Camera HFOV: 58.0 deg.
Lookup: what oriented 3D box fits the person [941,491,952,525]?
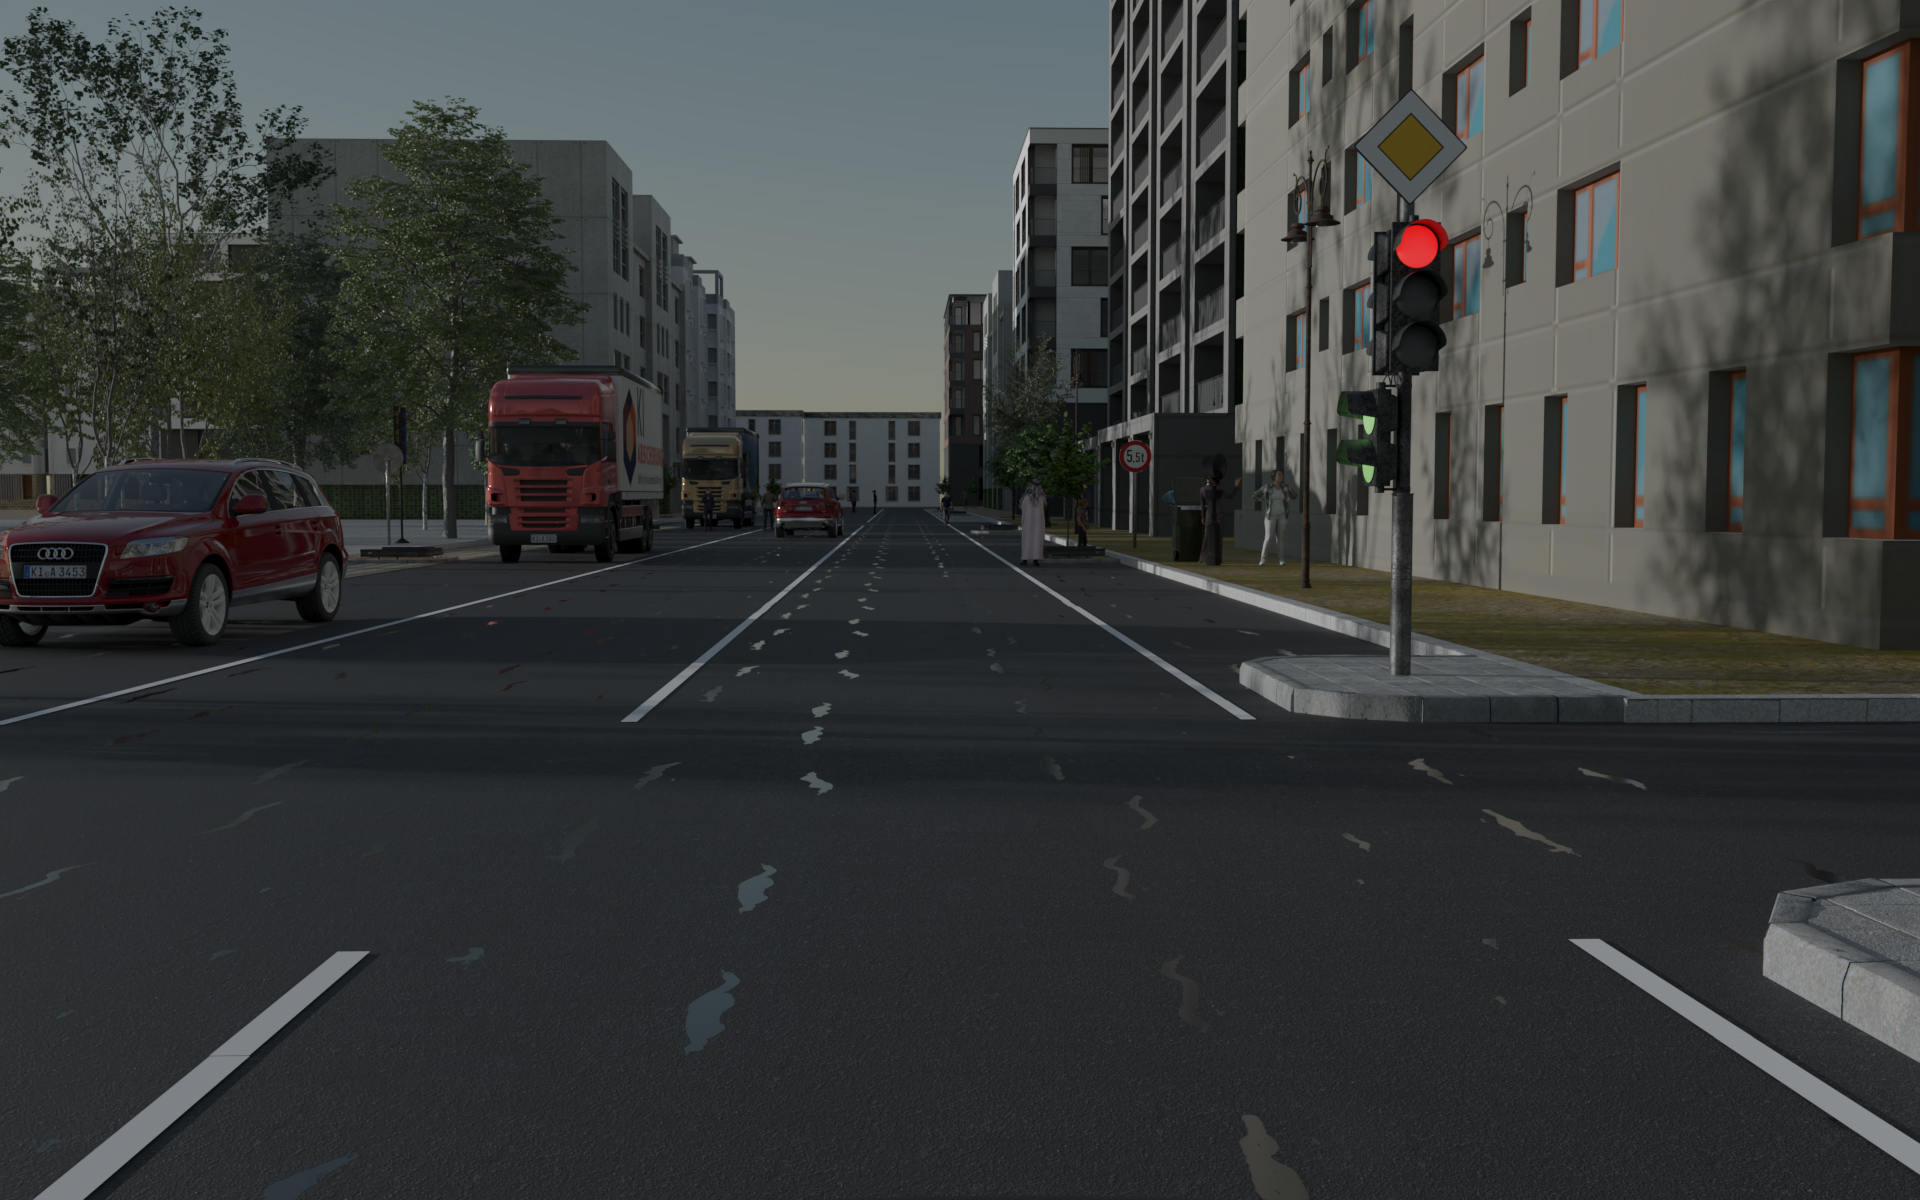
[{"bbox_3d":[-0.576,-4.306,81.112,0.569,1.553,0.471,2,4,28],"label":"person"}]

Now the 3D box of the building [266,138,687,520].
[{"bbox_3d":[-26.543,-14.428,102.357,16.747,18.905,31.486,0,4,-2],"label":"building"}]

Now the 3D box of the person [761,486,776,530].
[{"bbox_3d":[-7.752,-3.741,70.194,0.617,1.759,0.750,0,4,-3],"label":"person"}]

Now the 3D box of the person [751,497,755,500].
[{"bbox_3d":[-18.297,-8.929,152.756,1.217,1.735,0.721,3,5,40],"label":"person"}]

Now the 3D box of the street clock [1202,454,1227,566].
[{"bbox_3d":[4.558,-1.621,31.076,0.358,2.002,0.471,3,5,40],"label":"street clock"}]

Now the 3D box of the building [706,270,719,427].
[{"bbox_3d":[-27.805,-17.076,135.608,16.016,20.091,11.380,0,4,-2],"label":"building"}]

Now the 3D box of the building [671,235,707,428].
[{"bbox_3d":[-27.125,-16.382,124.266,16.016,20.091,11.380,0,4,-2],"label":"building"}]

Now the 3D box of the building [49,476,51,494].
[{"bbox_3d":[-73.967,-19.090,178.572,31.486,18.905,16.747,0,4,-2],"label":"building"}]

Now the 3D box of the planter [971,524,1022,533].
[{"bbox_3d":[1.394,-2.623,64.019,1.991,0.319,1.994,0,4,-2],"label":"planter"}]

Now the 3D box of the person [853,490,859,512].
[{"bbox_3d":[-8.372,-7.900,138.454,0.721,1.735,1.217,-2,4,-30],"label":"person"}]

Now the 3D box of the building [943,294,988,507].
[{"bbox_3d":[14.828,-21.041,188.000,32.646,21.610,27.936,0,4,-2],"label":"building"}]

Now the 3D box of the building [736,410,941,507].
[{"bbox_3d":[-15.954,-14.401,177.610,28.070,9.664,9.099,0,4,-2],"label":"building"}]

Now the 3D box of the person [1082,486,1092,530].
[{"bbox_3d":[4.551,-3.392,62.418,0.541,1.710,0.530,-2,4,-31],"label":"person"}]

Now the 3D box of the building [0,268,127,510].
[{"bbox_3d":[-82.310,-17.995,150.638,11.380,20.091,16.016,0,4,-2],"label":"building"}]

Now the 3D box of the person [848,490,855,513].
[{"bbox_3d":[-8.497,-7.680,134.604,0.750,1.759,0.617,1,4,16],"label":"person"}]

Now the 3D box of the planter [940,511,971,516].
[{"bbox_3d":[-0.299,-5.694,114.241,1.991,0.319,1.994,0,4,-2],"label":"planter"}]

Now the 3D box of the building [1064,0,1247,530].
[{"bbox_3d":[15.807,-39.004,75.963,20.563,71.187,20.611,0,4,-2],"label":"building"}]

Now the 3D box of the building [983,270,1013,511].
[{"bbox_3d":[11.080,-17.075,145.629,16.747,18.905,31.486,0,4,-2],"label":"building"}]

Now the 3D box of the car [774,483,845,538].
[{"bbox_3d":[-5.051,-3.039,58.364,2.281,1.827,5.304,0,3,0],"label":"car"}]

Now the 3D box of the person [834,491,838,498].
[{"bbox_3d":[-11.705,-9.222,159.813,0.617,1.759,0.750,2,4,31],"label":"person"}]

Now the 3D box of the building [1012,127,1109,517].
[{"bbox_3d":[17.219,-16.490,113.593,27.936,21.610,32.646,0,4,-2],"label":"building"}]

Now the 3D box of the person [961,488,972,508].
[{"bbox_3d":[0.521,-9.062,154.202,1.348,1.824,0.705,-3,5,-43],"label":"person"}]

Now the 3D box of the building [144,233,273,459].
[{"bbox_3d":[-47.669,-18.510,146.613,32.646,21.610,27.936,0,4,-2],"label":"building"}]

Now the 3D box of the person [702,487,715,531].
[{"bbox_3d":[-9.714,-3.511,66.829,0.541,1.710,0.530,-1,4,-23],"label":"person"}]

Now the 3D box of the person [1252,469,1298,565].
[{"bbox_3d":[5.715,-1.504,31.351,0.841,1.734,0.376,0,4,0],"label":"person"}]

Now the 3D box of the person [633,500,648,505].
[{"bbox_3d":[-16.564,-5.050,88.618,0.705,1.823,1.348,3,5,43],"label":"person"}]

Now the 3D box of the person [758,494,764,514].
[{"bbox_3d":[-14.256,-6.931,125.051,0.697,1.427,0.421,-1,4,-22],"label":"person"}]

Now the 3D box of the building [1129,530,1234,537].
[{"bbox_3d":[15.864,-37.716,54.906,20.563,71.187,20.611,0,4,-2],"label":"building"}]

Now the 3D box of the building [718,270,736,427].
[{"bbox_3d":[-25.848,-18.121,152.703,11.380,20.091,16.016,0,4,-2],"label":"building"}]

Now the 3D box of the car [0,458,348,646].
[{"bbox_3d":[-8.085,-0.571,18.013,2.281,1.827,5.304,0,4,-1],"label":"car"}]

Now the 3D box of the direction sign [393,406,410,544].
[{"bbox_3d":[-14.526,-3.241,44.990,0.379,3.537,0.876,0,4,0],"label":"direction sign"}]

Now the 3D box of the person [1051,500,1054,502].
[{"bbox_3d":[4.225,-4.638,83.827,0.435,1.587,0.963,1,4,20],"label":"person"}]

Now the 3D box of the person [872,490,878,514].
[{"bbox_3d":[-5.962,-6.957,123.064,0.721,1.723,1.217,-1,4,-8],"label":"person"}]

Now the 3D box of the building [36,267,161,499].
[{"bbox_3d":[-70.333,-18.030,151.215,11.380,20.091,16.016,0,4,-2],"label":"building"}]

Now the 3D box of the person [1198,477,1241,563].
[{"bbox_3d":[4.808,-1.542,32.058,0.742,1.727,0.445,0,4,-2],"label":"person"}]

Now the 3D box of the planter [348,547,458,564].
[{"bbox_3d":[-11.690,-0.938,36.475,1.991,0.319,1.994,0,4,-2],"label":"planter"}]

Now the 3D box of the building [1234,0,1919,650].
[{"bbox_3d":[21.528,-11.181,27.856,28.899,21.520,27.650,0,4,-2],"label":"building"}]
